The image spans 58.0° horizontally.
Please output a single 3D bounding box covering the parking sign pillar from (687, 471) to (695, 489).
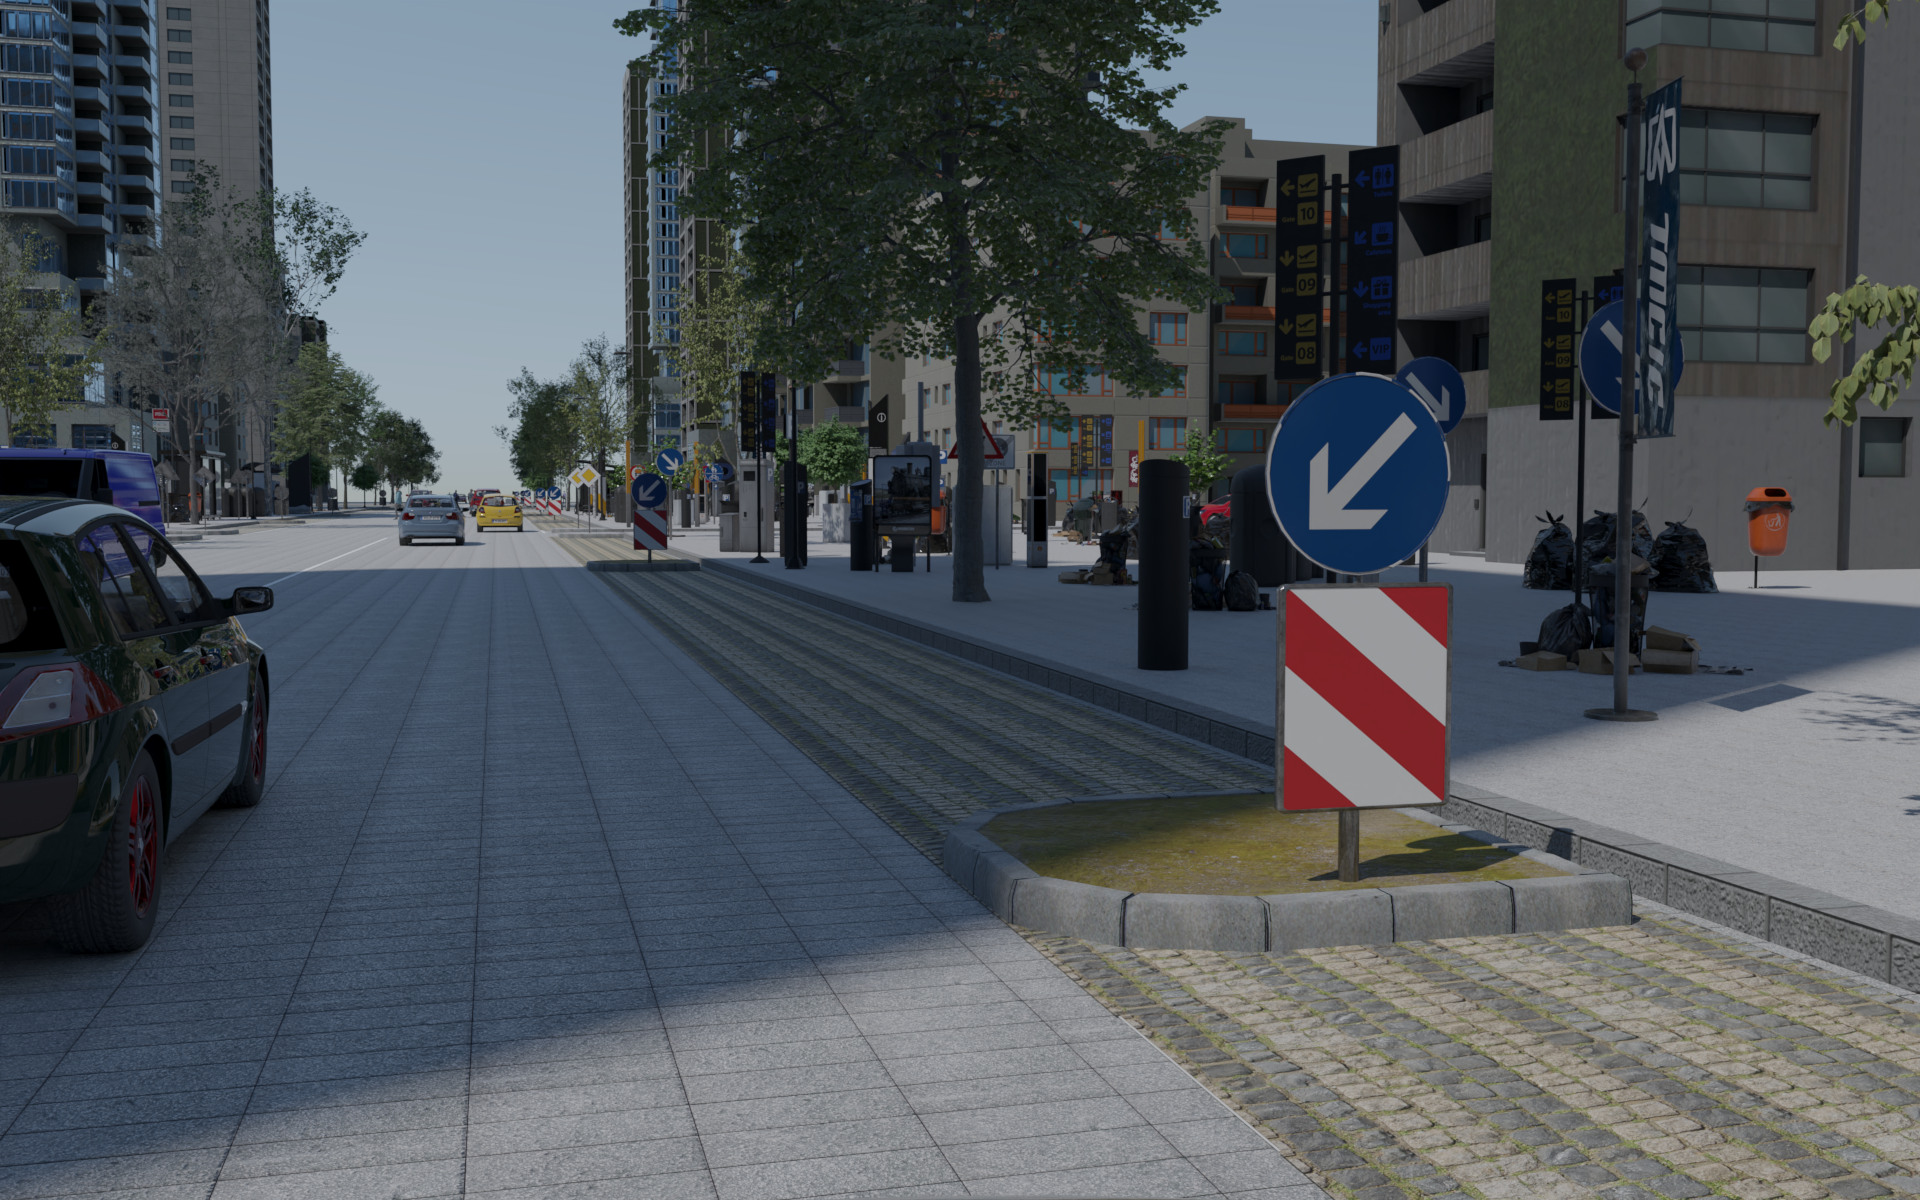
[{"bbox_3d":[-19.677,-8.515,127.690,1.447,3.967,1.447,1,4,16],"label":"parking sign pillar"}]

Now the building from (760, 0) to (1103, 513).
[{"bbox_3d":[-2.610,-28.792,125.368,22.147,44.769,28.867,-1,4,-15],"label":"building"}]

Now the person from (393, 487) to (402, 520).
[{"bbox_3d":[-31.082,-5.359,95.980,0.748,1.841,0.638,1,4,10],"label":"person"}]

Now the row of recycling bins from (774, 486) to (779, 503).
[{"bbox_3d":[-10.385,-5.086,90.270,1.069,1.692,3.534,-2,4,-35],"label":"row of recycling bins"}]

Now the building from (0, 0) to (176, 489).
[{"bbox_3d":[-77.058,-50.585,139.738,22.319,86.520,31.000,-1,4,-15],"label":"building"}]

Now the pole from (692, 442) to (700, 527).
[{"bbox_3d":[-10.244,-4.503,67.462,0.158,3.312,0.155,0,3,0],"label":"pole"}]

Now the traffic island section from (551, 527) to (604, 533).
[{"bbox_3d":[-14.208,-2.588,64.593,2.009,0.180,2.903,-1,4,-15],"label":"traffic island section"}]

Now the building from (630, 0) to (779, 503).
[{"bbox_3d":[-38.409,-58.026,261.402,22.319,86.520,31.000,-1,4,-15],"label":"building"}]

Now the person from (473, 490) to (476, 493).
[{"bbox_3d":[-38.818,-7.940,138.836,1.217,1.766,0.721,2,4,26],"label":"person"}]

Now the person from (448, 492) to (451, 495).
[{"bbox_3d":[-80.393,-16.135,273.113,0.445,1.727,0.742,2,4,29],"label":"person"}]

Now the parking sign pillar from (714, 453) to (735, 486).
[{"bbox_3d":[-14.866,-7.391,109.307,1.447,3.967,1.447,-3,4,-36],"label":"parking sign pillar"}]

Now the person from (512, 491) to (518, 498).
[{"bbox_3d":[-43.665,-9.782,169.148,1.217,1.735,0.721,1,4,12],"label":"person"}]

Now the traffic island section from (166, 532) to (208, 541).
[{"bbox_3d":[-24.651,-1.913,53.553,2.009,0.180,2.903,-1,4,-15],"label":"traffic island section"}]

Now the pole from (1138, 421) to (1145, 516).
[{"bbox_3d":[5.039,-3.320,48.127,0.158,3.312,0.155,0,3,0],"label":"pole"}]

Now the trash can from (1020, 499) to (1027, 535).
[{"bbox_3d":[2.244,-2.635,54.735,0.748,1.137,0.748,0,3,0],"label":"trash can"}]

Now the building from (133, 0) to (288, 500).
[{"bbox_3d":[-100.552,-48.498,231.195,20.563,71.187,20.611,-1,4,-15],"label":"building"}]

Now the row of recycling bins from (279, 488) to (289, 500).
[{"bbox_3d":[-49.132,-7.256,125.746,3.534,1.692,1.069,-2,4,-34],"label":"row of recycling bins"}]

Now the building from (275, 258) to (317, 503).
[{"bbox_3d":[-112.076,-34.326,253.111,32.217,40.220,23.993,-1,4,-15],"label":"building"}]

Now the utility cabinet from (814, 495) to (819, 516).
[{"bbox_3d":[-8.179,-5.625,103.133,1.020,1.237,0.306,-2,4,-31],"label":"utility cabinet"}]

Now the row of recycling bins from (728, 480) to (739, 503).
[{"bbox_3d":[-6.776,-2.872,54.071,1.069,1.692,3.534,0,4,-4],"label":"row of recycling bins"}]

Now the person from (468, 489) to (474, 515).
[{"bbox_3d":[-34.008,-6.856,120.767,0.661,1.801,0.590,3,4,38],"label":"person"}]

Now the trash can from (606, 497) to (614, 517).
[{"bbox_3d":[-19.393,-5.192,96.547,0.748,1.137,0.748,0,3,0],"label":"trash can"}]

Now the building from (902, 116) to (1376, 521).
[{"bbox_3d":[13.922,-15.486,98.238,28.899,21.520,27.650,-1,4,-15],"label":"building"}]

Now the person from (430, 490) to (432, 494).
[{"bbox_3d":[-57.549,-11.000,188.349,0.705,1.824,1.348,-1,4,-17],"label":"person"}]

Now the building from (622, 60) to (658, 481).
[{"bbox_3d":[-46.640,-51.901,286.830,20.563,71.187,20.611,-1,4,-15],"label":"building"}]

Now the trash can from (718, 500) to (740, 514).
[{"bbox_3d":[-5.103,-1.689,39.266,0.748,1.137,0.748,0,3,0],"label":"trash can"}]

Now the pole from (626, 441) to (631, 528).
[{"bbox_3d":[-12.704,-4.432,66.313,0.158,3.312,0.155,0,3,0],"label":"pole"}]

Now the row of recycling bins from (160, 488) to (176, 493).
[{"bbox_3d":[-53.232,-6.814,118.528,1.069,1.692,3.534,2,4,29],"label":"row of recycling bins"}]

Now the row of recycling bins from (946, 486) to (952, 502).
[{"bbox_3d":[-1.456,-4.994,88.772,1.069,1.692,3.534,-2,4,-32],"label":"row of recycling bins"}]

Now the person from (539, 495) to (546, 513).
[{"bbox_3d":[-30.617,-7.195,126.978,0.563,1.720,0.643,-2,4,-27],"label":"person"}]

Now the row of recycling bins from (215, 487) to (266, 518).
[{"bbox_3d":[-39.829,-5.424,95.791,1.069,1.692,3.534,1,4,21],"label":"row of recycling bins"}]

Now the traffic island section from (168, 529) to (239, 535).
[{"bbox_3d":[-26.713,-2.385,61.268,2.009,0.180,2.903,-1,4,-15],"label":"traffic island section"}]

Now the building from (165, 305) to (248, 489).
[{"bbox_3d":[-86.982,-19.901,170.422,27.650,21.520,28.899,-1,4,-15],"label":"building"}]

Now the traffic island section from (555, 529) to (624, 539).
[{"bbox_3d":[-12.145,-2.116,56.878,2.009,0.180,2.903,-1,4,-15],"label":"traffic island section"}]

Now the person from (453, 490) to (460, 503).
[{"bbox_3d":[-49.637,-9.932,170.756,0.599,1.838,0.709,3,4,37],"label":"person"}]

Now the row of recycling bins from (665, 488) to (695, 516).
[{"bbox_3d":[-16.614,-5.726,100.727,3.534,1.692,1.069,0,4,-5],"label":"row of recycling bins"}]

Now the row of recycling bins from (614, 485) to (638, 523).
[{"bbox_3d":[-15.088,-4.348,78.204,1.069,1.692,3.534,-1,4,-16],"label":"row of recycling bins"}]

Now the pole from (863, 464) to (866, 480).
[{"bbox_3d":[-5.810,-6.828,105.481,0.158,3.312,0.155,0,3,0],"label":"pole"}]

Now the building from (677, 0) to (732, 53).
[{"bbox_3d":[-22.115,-46.119,192.292,20.563,71.187,20.611,-1,4,-15],"label":"building"}]

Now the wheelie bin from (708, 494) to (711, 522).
[{"bbox_3d":[-11.813,-4.382,79.558,0.693,1.594,0.980,0,4,-1],"label":"wheelie bin"}]

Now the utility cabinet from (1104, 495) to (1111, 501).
[{"bbox_3d":[6.489,-4.016,76.826,0.306,1.237,1.020,-2,4,-25],"label":"utility cabinet"}]

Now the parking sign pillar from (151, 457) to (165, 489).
[{"bbox_3d":[-57.592,-8.327,124.619,1.447,3.967,1.447,2,4,27],"label":"parking sign pillar"}]

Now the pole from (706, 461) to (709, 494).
[{"bbox_3d":[-15.469,-6.868,106.128,0.158,3.312,0.155,0,3,0],"label":"pole"}]

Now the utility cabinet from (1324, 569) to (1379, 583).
[{"bbox_3d":[3.196,-0.182,14.145,0.306,1.237,1.020,0,4,3],"label":"utility cabinet"}]

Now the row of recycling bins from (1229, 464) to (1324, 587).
[{"bbox_3d":[4.650,-1.116,25.368,1.069,1.692,3.534,1,4,22],"label":"row of recycling bins"}]

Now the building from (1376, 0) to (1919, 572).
[{"bbox_3d":[16.179,-16.146,35.685,14.160,30.474,14.107,-1,4,-15],"label":"building"}]

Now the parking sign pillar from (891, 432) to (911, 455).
[{"bbox_3d":[-2.554,-5.252,74.341,1.447,3.967,1.447,1,4,21],"label":"parking sign pillar"}]

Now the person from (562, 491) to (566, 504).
[{"bbox_3d":[-49.702,-12.788,217.450,0.709,1.838,0.599,-2,4,-31],"label":"person"}]

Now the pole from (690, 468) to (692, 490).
[{"bbox_3d":[-16.159,-6.766,104.467,0.158,3.312,0.155,0,3,0],"label":"pole"}]

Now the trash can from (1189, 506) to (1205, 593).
[{"bbox_3d":[2.618,-0.584,21.207,0.748,1.137,0.748,0,3,0],"label":"trash can"}]

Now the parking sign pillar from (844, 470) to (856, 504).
[{"bbox_3d":[-5.114,-5.655,80.929,1.447,3.967,1.447,-1,4,-13],"label":"parking sign pillar"}]

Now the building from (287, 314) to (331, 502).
[{"bbox_3d":[-108.211,-30.773,274.841,14.160,30.474,14.107,-1,4,-15],"label":"building"}]
